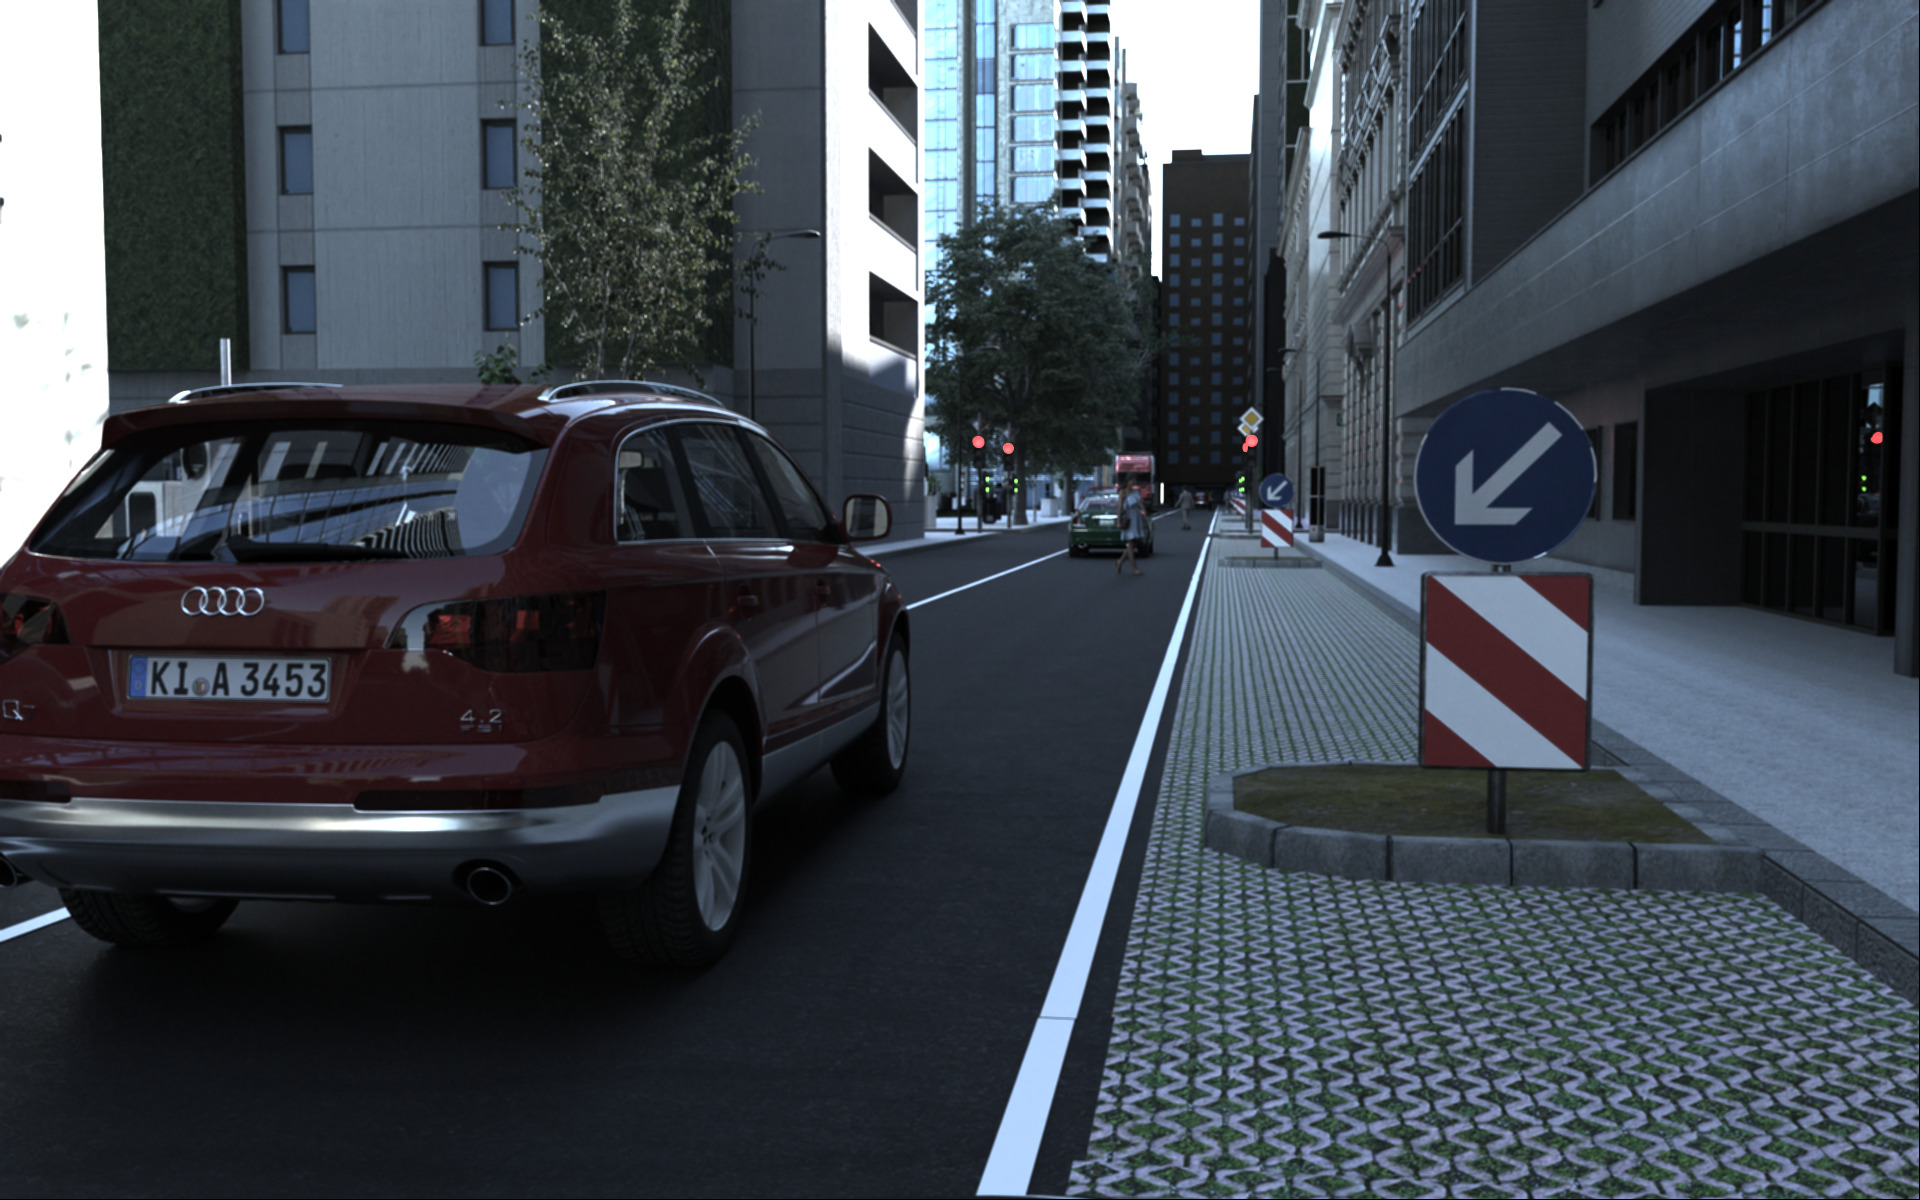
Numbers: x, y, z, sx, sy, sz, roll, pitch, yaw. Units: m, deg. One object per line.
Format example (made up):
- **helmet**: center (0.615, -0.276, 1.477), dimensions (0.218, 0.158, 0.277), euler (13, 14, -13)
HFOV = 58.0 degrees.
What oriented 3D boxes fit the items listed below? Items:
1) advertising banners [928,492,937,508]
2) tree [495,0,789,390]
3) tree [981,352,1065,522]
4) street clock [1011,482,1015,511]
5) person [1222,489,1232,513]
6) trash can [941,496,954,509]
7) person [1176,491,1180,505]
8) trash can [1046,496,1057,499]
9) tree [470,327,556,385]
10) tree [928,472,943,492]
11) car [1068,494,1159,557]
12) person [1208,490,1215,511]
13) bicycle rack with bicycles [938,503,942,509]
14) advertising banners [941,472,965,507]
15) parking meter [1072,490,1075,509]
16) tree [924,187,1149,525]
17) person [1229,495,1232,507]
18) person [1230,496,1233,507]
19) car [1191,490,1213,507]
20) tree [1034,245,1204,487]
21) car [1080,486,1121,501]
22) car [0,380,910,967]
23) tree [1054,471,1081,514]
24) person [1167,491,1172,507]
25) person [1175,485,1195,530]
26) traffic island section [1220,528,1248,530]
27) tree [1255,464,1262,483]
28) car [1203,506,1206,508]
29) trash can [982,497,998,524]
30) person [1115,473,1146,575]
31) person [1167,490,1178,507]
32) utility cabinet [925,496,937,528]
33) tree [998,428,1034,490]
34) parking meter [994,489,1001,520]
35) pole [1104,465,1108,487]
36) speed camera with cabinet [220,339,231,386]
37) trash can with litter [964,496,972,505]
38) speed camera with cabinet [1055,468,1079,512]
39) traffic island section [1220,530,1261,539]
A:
- **advertising banners**: center (-2.315, -6.316, 99.450), dimensions (2.074, 3.025, 0.090), euler (1, 4, 22)
- **tree**: center (-4.848, -4.576, 25.183), dimensions (4.360, 8.622, 3.978), euler (0, 3, 0)
- **tree**: center (3.263, -7.888, 79.329), dimensions (4.737, 8.622, 4.395), euler (0, 3, 0)
- **street clock**: center (2.734, -4.970, 85.834), dimensions (0.471, 2.002, 0.358), euler (0, 4, 2)
- **person**: center (20.158, -7.463, 130.620), dimensions (0.850, 1.850, 0.679), euler (-1, 4, -10)
- **trash can**: center (-0.761, -5.681, 104.536), dimensions (0.748, 1.137, 0.748), euler (0, 3, 0)
- **person**: center (26.240, -12.241, 209.171), dimensions (0.617, 1.759, 0.750), euler (3, 4, 37)
- **trash can**: center (6.043, -6.296, 114.588), dimensions (0.748, 1.137, 0.748), euler (0, 3, 0)
- **tree**: center (-5.333, -1.567, 20.222), dimensions (1.663, 3.219, 1.824), euler (0, 3, 0)
- **tree**: center (-2.363, -8.879, 139.774), dimensions (1.663, 3.219, 1.824), euler (0, 3, 0)
- **car**: center (3.588, -1.770, 40.732), dimensions (2.131, 1.459, 4.920), euler (1, 4, 8)
- **person**: center (21.031, -8.348, 145.081), dimensions (0.705, 1.812, 1.348), euler (-1, 4, -13)
- **bicycle rack with bicycles**: center (-2.302, -6.817, 124.837), dimensions (2.925, 0.926, 2.852), euler (1, 4, 11)
- **advertising banners**: center (-0.572, -8.659, 137.764), dimensions (2.074, 3.025, 0.090), euler (-1, 4, -13)
- **parking meter**: center (6.629, -5.783, 102.960), dimensions (0.372, 1.533, 0.369), euler (0, 3, 0)
- **tree**: center (2.387, -10.090, 71.621), dimensions (9.857, 13.997, 8.962), euler (0, 3, 0)
- **person**: center (26.856, -9.906, 170.462), dimensions (1.348, 1.824, 0.705), euler (-3, 4, -39)
- **person**: center (29.353, -10.888, 187.239), dimensions (1.217, 1.743, 0.721), euler (3, 4, 38)
- **car**: center (23.587, -9.823, 169.280), dimensions (2.281, 1.827, 5.304), euler (1, 4, 8)
- **tree**: center (11.639, -16.836, 131.161), dimensions (12.611, 20.169, 13.585), euler (0, 3, 0)
- **car**: center (7.207, -4.779, 86.806), dimensions (2.281, 1.827, 5.304), euler (1, 4, 10)
- **car**: center (-1.510, 0.108, 6.900), dimensions (2.281, 1.827, 5.304), euler (0, 4, 8)
- **tree**: center (6.989, -7.121, 111.027), dimensions (1.663, 3.219, 1.824), euler (0, 3, 0)
- **person**: center (23.131, -11.117, 190.273), dimensions (0.705, 1.822, 1.348), euler (2, 4, 35)
- **person**: center (9.026, -3.700, 69.273), dimensions (0.678, 1.792, 0.850), euler (-2, 4, -25)
- **traffic island section**: center (10.567, -2.529, 63.635), dimensions (2.009, 0.180, 2.903), euler (1, 4, 9)
- **tree**: center (25.410, -9.594, 140.568), dimensions (4.285, 4.588, 4.351), euler (0, 3, 0)
- **car**: center (24.553, -10.433, 179.380), dimensions (1.959, 1.807, 4.718), euler (1, 4, 10)
- **trash can**: center (1.266, -3.872, 74.957), dimensions (0.748, 1.137, 0.748), euler (0, 3, 0)
- **person**: center (2.976, -1.358, 30.790), dimensions (0.616, 1.811, 0.778), euler (-2, 4, -35)
- **person**: center (22.835, -10.867, 186.196), dimensions (1.348, 1.821, 0.705), euler (2, 4, 33)
- **utility cabinet**: center (-1.202, -3.320, 65.445), dimensions (0.306, 1.237, 1.020), euler (1, 4, 20)
- **tree**: center (4.503, -10.294, 118.671), dimensions (4.360, 8.622, 3.978), euler (0, 3, 0)
- **parking meter**: center (1.860, -4.733, 85.795), dimensions (0.372, 1.533, 0.369), euler (0, 3, 0)
- **pole**: center (9.838, -7.517, 116.741), dimensions (0.158, 3.312, 0.155), euler (0, 3, 0)
- **speed camera with cabinet**: center (-10.020, -1.716, 22.395), dimensions (2.038, 3.252, 0.660), euler (3, 4, 36)
- **trash can with litter**: center (0.870, -7.525, 134.414), dimensions (1.055, 1.170, 0.624), euler (-1, 4, -17)
- **speed camera with cabinet**: center (7.572, -7.868, 122.983), dimensions (0.660, 3.252, 2.038), euler (3, 5, 43)
- **traffic island section**: center (9.372, -2.046, 55.739), dimensions (2.009, 0.180, 2.903), euler (1, 4, 9)
